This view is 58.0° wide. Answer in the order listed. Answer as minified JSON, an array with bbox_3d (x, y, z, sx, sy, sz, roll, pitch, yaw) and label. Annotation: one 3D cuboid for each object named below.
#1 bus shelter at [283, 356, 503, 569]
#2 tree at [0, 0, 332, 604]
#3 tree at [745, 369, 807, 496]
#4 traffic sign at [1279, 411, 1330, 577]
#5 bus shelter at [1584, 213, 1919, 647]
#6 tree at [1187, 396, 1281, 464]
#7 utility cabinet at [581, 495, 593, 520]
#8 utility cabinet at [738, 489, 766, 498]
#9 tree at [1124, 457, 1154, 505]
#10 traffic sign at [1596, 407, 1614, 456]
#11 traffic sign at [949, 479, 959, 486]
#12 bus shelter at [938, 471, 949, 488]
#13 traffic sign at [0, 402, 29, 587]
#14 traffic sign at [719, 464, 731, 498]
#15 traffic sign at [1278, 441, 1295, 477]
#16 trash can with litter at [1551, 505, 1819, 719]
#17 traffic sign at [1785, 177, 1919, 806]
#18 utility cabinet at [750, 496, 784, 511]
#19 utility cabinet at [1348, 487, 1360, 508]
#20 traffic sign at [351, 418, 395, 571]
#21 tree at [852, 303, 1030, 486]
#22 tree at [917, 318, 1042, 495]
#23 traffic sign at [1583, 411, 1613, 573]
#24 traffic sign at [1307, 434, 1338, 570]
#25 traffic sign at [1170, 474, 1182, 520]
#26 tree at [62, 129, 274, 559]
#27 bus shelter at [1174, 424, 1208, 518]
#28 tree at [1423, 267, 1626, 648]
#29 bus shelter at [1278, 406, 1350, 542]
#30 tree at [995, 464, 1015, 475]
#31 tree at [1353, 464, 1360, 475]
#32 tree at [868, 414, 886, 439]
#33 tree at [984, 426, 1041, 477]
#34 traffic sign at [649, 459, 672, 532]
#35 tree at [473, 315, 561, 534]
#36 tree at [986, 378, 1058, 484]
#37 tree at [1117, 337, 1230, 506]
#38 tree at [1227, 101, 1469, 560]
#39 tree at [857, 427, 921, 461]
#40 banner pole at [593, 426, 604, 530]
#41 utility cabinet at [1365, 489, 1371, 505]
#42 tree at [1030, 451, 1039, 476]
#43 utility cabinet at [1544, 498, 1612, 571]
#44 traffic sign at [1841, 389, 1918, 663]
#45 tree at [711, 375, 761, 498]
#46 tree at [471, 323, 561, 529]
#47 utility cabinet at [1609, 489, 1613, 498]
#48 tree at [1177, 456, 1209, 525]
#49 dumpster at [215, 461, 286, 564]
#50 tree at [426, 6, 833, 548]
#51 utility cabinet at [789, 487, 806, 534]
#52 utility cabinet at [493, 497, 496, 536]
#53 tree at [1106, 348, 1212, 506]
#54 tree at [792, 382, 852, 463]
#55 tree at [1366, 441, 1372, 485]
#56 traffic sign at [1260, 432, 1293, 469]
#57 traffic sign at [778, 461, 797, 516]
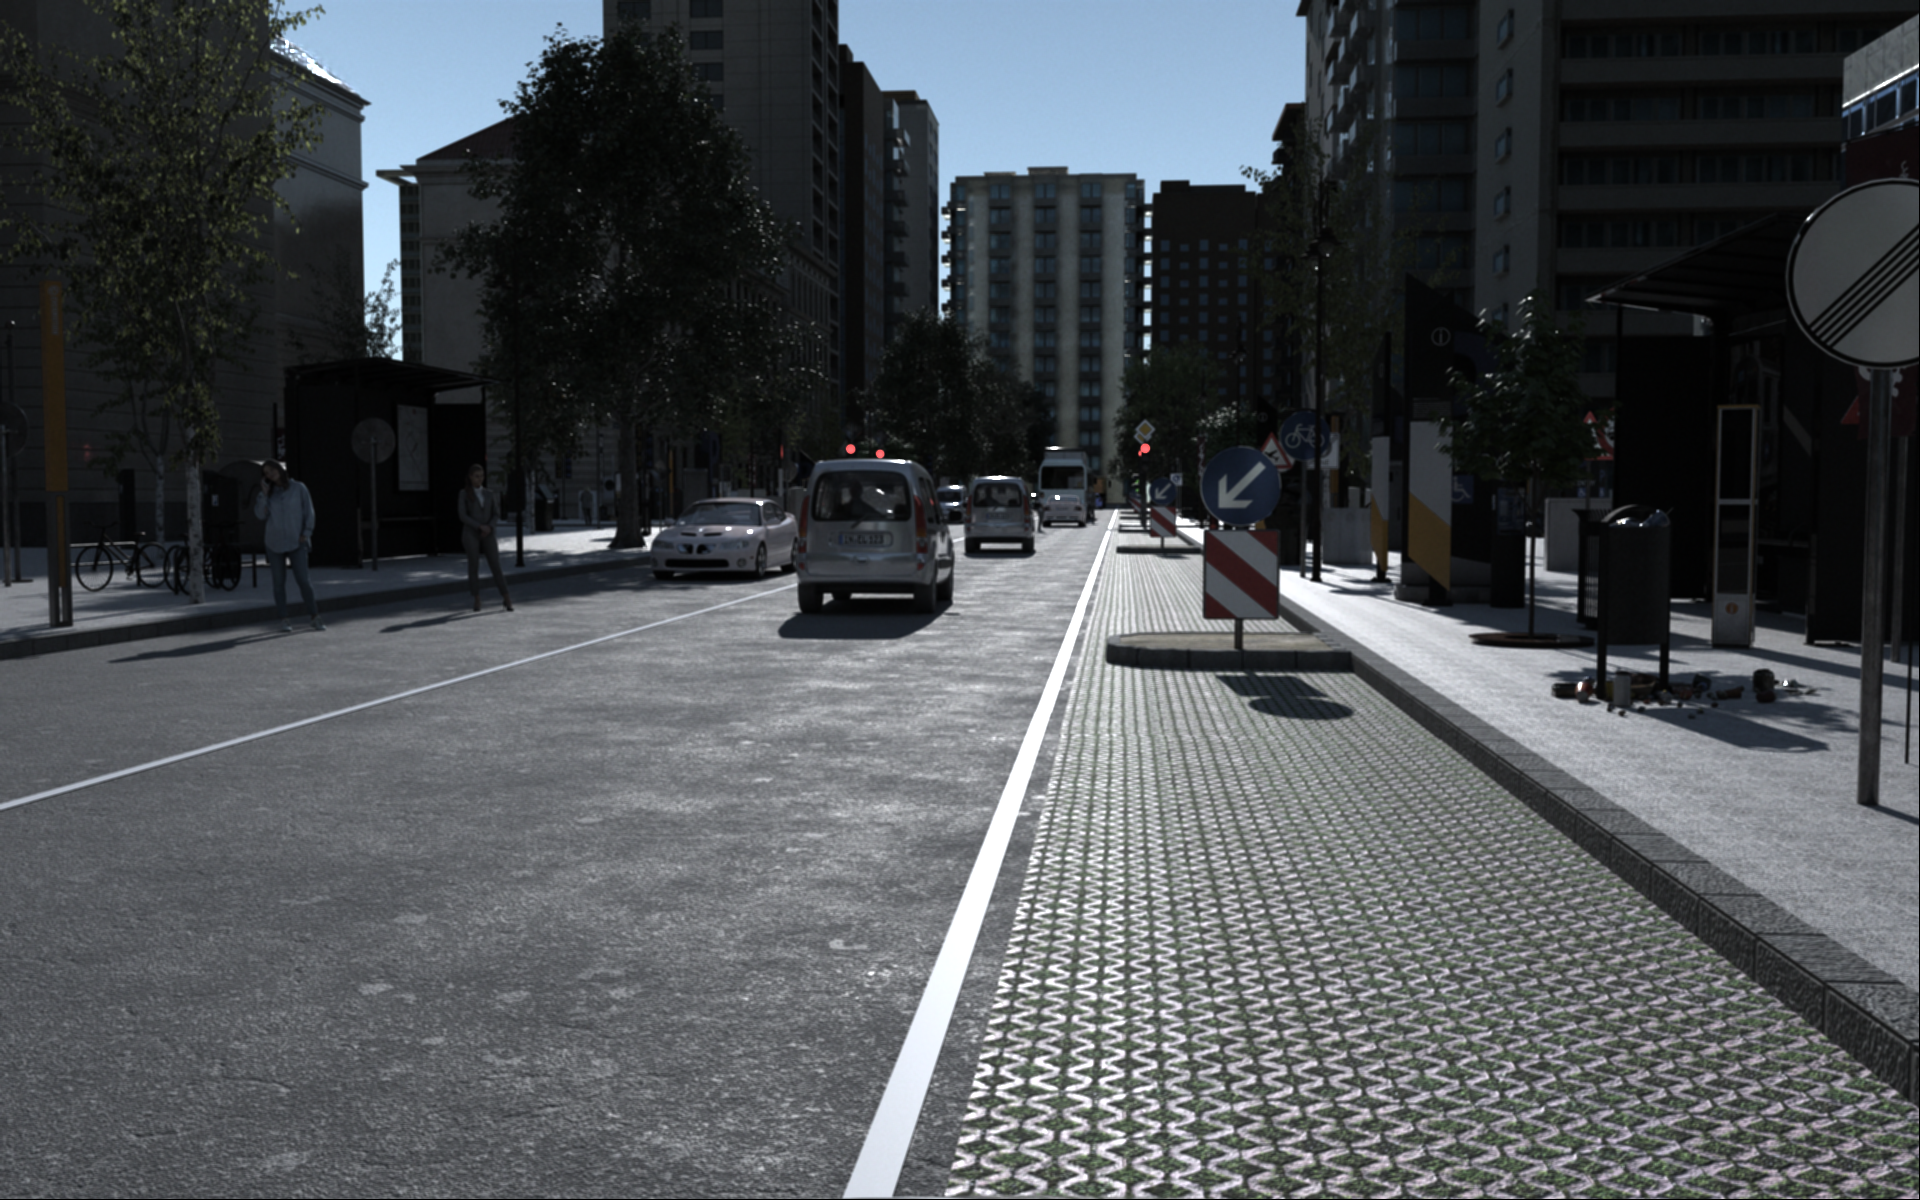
[{"bbox_3d":[-10.517,-2.534,32.716,1.731,3.624,6.357,0,4,5],"label":"bus shelter"},{"bbox_3d":[-9.074,-4.247,19.801,4.360,8.622,3.978,0,3,0],"label":"tree"},{"bbox_3d":[-11.112,-9.268,101.899,4.360,8.622,3.978,0,3,0],"label":"tree"},{"bbox_3d":[5.281,-1.620,26.601,0.768,2.556,0.104,0,4,6],"label":"traffic sign"},{"bbox_3d":[7.969,-1.605,17.520,1.731,3.624,6.357,0,4,5],"label":"bus shelter"},{"bbox_3d":[9.354,-4.560,58.275,4.285,4.588,4.351,0,3,0],"label":"tree"},{"bbox_3d":[-18.425,-4.543,85.440,0.306,1.237,1.020,-2,4,-29],"label":"utility cabinet"},{"bbox_3d":[-8.943,-4.018,74.378,1.173,1.500,0.318,-1,4,-17],"label":"utility cabinet"},{"bbox_3d":[23.085,-16.852,209.937,7.601,10.594,8.767,0,4,-3],"label":"tree"},{"bbox_3d":[9.463,-1.508,24.769,0.768,2.556,0.104,0,4,7],"label":"traffic sign"},{"bbox_3d":[-0.381,-6.619,110.346,0.606,2.300,0.079,1,4,10],"label":"traffic sign"},{"bbox_3d":[-0.717,-8.612,134.736,2.014,3.302,5.546,0,4,5],"label":"bus shelter"},{"bbox_3d":[-13.205,-1.458,23.945,0.768,2.556,0.104,1,4,13],"label":"traffic sign"},{"bbox_3d":[-8.128,-3.498,59.328,0.606,2.300,0.079,1,4,13],"label":"traffic sign"},{"bbox_3d":[7.617,-2.524,41.379,0.768,2.556,0.104,1,4,9],"label":"traffic sign"},{"bbox_3d":[4.638,0.009,10.917,2.233,1.210,1.678,-1,4,-21],"label":"trash can with litter"},{"bbox_3d":[3.756,-0.427,7.088,0.768,2.556,0.104,1,4,13],"label":"traffic sign"},{"bbox_3d":[-5.990,-2.608,53.803,1.020,1.237,0.306,-1,4,-21],"label":"utility cabinet"},{"bbox_3d":[12.063,-2.800,54.453,1.173,1.500,0.318,-2,4,-35],"label":"utility cabinet"},{"bbox_3d":[-9.800,-1.763,28.927,0.768,2.556,0.104,0,4,6],"label":"traffic sign"},{"bbox_3d":[-1.905,-11.428,103.858,9.611,12.733,9.660,0,3,0],"label":"tree"},{"bbox_3d":[0.484,-12.830,120.132,12.009,13.543,11.850,0,3,0],"label":"tree"},{"bbox_3d":[9.873,-1.665,27.234,0.884,2.594,0.081,1,4,11],"label":"traffic sign"},{"bbox_3d":[6.035,-1.645,29.021,0.606,2.300,0.079,1,4,12],"label":"traffic sign"},{"bbox_3d":[10.749,-5.137,86.114,0.606,2.300,0.079,1,4,12],"label":"traffic sign"},{"bbox_3d":[-15.834,-5.132,34.267,4.737,8.622,4.395,0,3,0],"label":"tree"},{"bbox_3d":[12.928,-7.215,95.603,2.179,5.291,8.768,0,4,5],"label":"bus shelter"},{"bbox_3d":[5.035,-1.240,14.868,1.663,3.219,1.824,0,3,0],"label":"tree"},{"bbox_3d":[9.924,-3.557,49.443,1.731,3.624,6.357,0,4,5],"label":"bus shelter"},{"bbox_3d":[4.434,-13.536,171.680,4.737,8.622,4.395,0,3,0],"label":"tree"},{"bbox_3d":[21.201,-6.052,93.558,1.663,3.219,1.824,0,3,0],"label":"tree"},{"bbox_3d":[-5.691,-11.899,144.902,4.360,8.622,3.978,0,3,0],"label":"tree"},{"bbox_3d":[6.767,-16.395,202.467,7.601,10.594,8.767,1,4,21],"label":"tree"},{"bbox_3d":[-9.845,-3.409,56.928,0.795,2.450,0.064,1,4,10],"label":"traffic sign"},{"bbox_3d":[-13.663,-6.421,55.353,4.737,8.622,4.395,0,3,0],"label":"tree"},{"bbox_3d":[6.253,-17.328,189.966,9.857,13.997,8.962,0,3,0],"label":"tree"},{"bbox_3d":[14.273,-11.643,116.112,9.928,11.665,9.643,0,3,0],"label":"tree"},{"bbox_3d":[7.293,-5.064,33.163,4.737,8.622,4.395,0,3,0],"label":"tree"},{"bbox_3d":[-3.616,-6.203,85.126,4.285,4.588,4.351,0,3,0],"label":"tree"},{"bbox_3d":[-13.059,-4.456,62.873,0.401,3.779,0.863,0,4,7],"label":"banner pole"},{"bbox_3d":[19.018,-4.411,80.792,0.318,1.500,1.173,-1,4,-17],"label":"utility cabinet"},{"bbox_3d":[1.992,-14.153,148.404,9.611,12.733,9.660,0,3,0],"label":"tree"},{"bbox_3d":[10.289,-1.082,28.858,1.020,1.237,0.306,0,4,7],"label":"utility cabinet"},{"bbox_3d":[7.130,-0.803,13.125,0.884,2.594,0.081,1,4,12],"label":"traffic sign"},{"bbox_3d":[-13.073,-8.979,97.170,4.737,8.622,4.395,0,3,0],"label":"tree"},{"bbox_3d":[-15.820,-6.958,64.131,4.360,8.622,3.978,0,3,0],"label":"tree"},{"bbox_3d":[30.934,-4.461,81.622,0.318,1.500,1.173,3,5,39],"label":"utility cabinet"},{"bbox_3d":[10.845,-5.072,77.535,1.663,3.219,1.824,0,3,0],"label":"tree"},{"bbox_3d":[-12.323,-1.541,30.954,1.264,1.857,1.865,0,4,5],"label":"dumpster"},{"bbox_3d":[-7.955,-7.603,41.314,9.611,12.733,9.660,0,3,0],"label":"tree"},{"bbox_3d":[-5.236,-2.855,55.362,0.318,1.500,1.173,-1,4,-15],"label":"utility cabinet"},{"bbox_3d":[-13.972,-2.468,51.517,0.306,1.237,1.020,-1,4,-18],"label":"utility cabinet"},{"bbox_3d":[15.873,-13.369,135.588,9.611,12.733,9.660,0,3,0],"label":"tree"},{"bbox_3d":[-8.913,-9.999,113.841,4.737,8.622,4.395,0,3,0],"label":"tree"},{"bbox_3d":[21.629,-6.260,86.065,4.285,4.588,4.351,0,3,0],"label":"tree"},{"bbox_3d":[6.512,-2.218,36.271,0.884,2.594,0.081,1,4,9],"label":"traffic sign"},{"bbox_3d":[-6.560,-4.023,65.883,0.768,2.556,0.104,1,4,12],"label":"traffic sign"}]
